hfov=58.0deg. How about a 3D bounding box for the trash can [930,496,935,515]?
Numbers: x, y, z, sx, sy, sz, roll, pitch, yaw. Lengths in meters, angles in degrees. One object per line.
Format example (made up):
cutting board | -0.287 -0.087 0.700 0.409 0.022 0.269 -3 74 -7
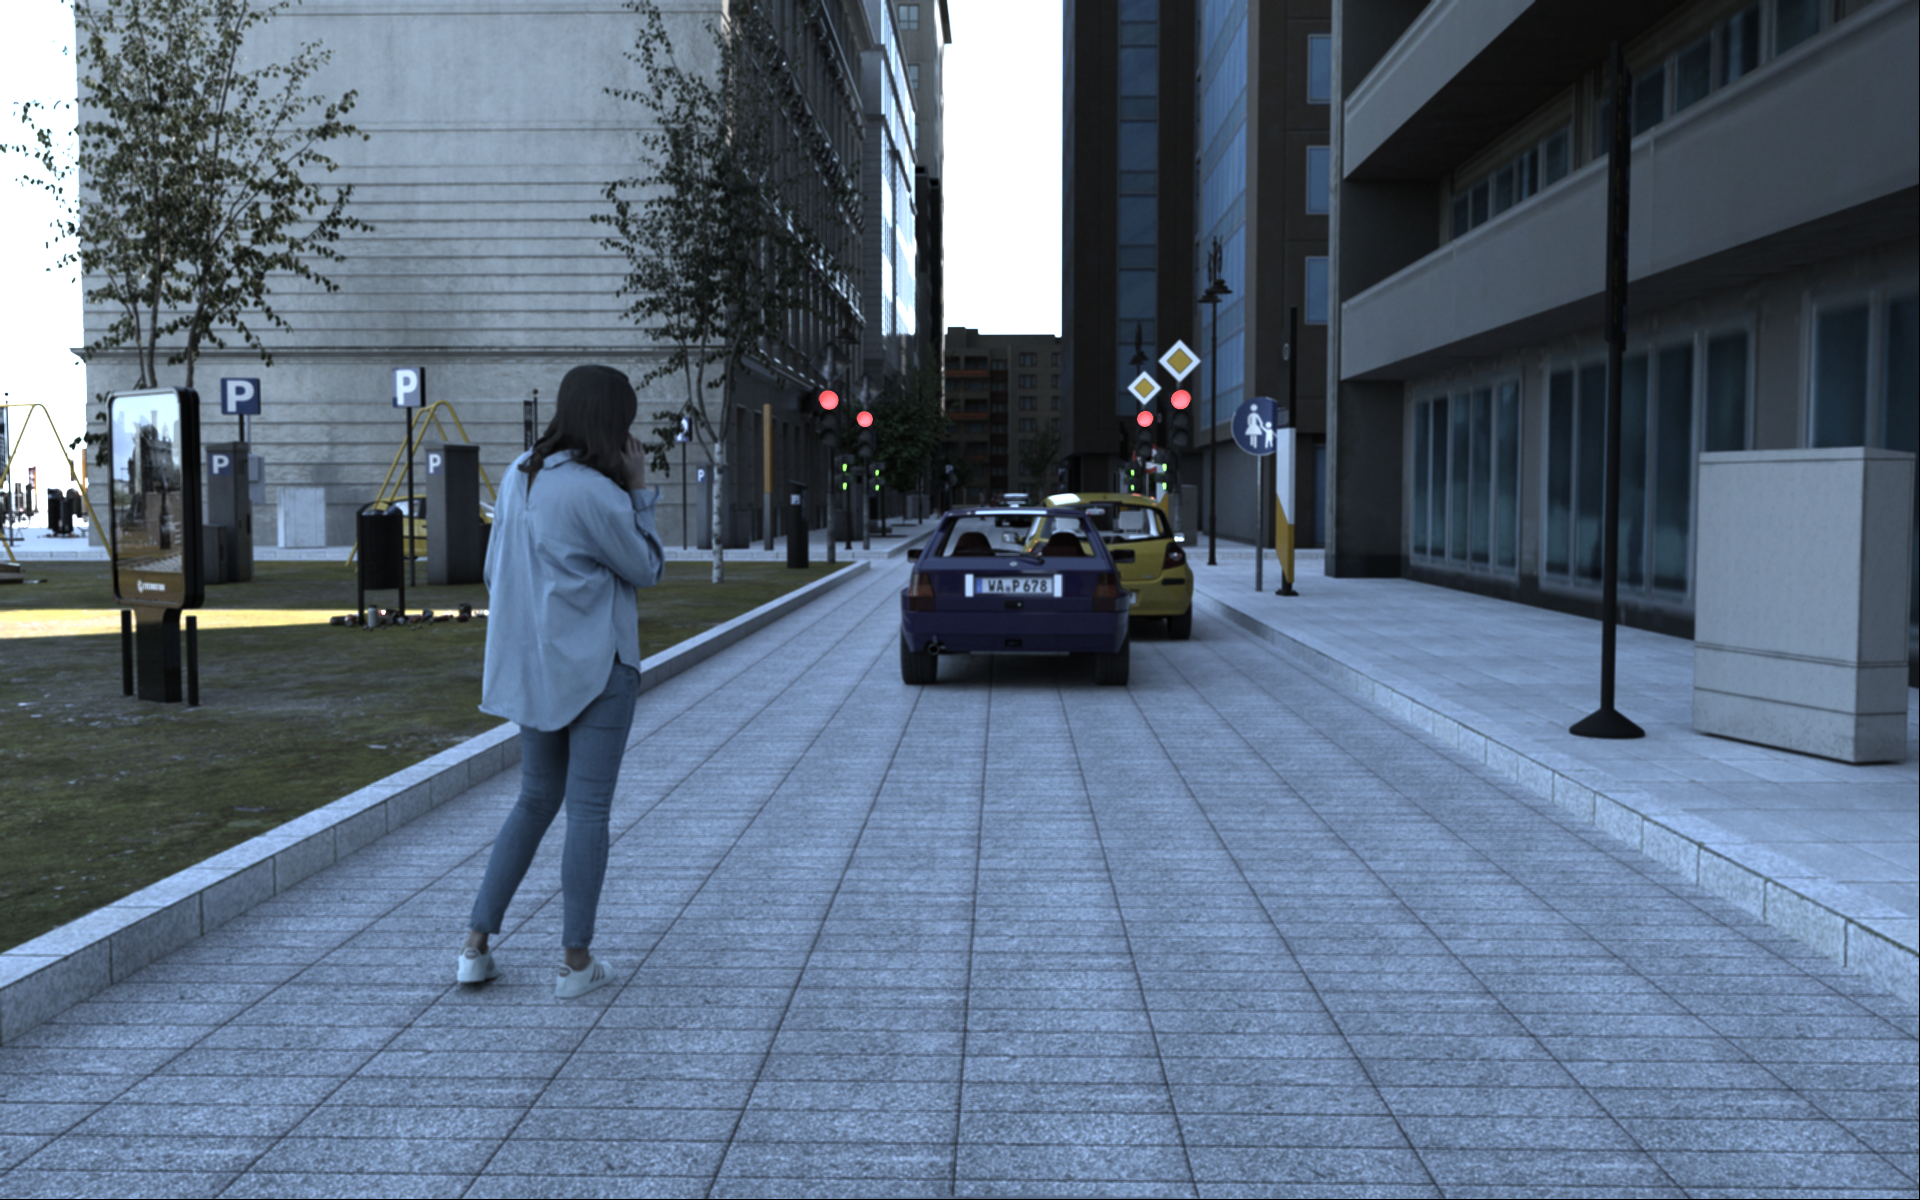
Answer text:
trash can | -1.954 -5.869 107.609 0.748 1.137 0.748 0 3 0

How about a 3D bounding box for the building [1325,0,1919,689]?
building | 16.110 -23.935 15.040 21.300 48.544 21.600 0 4 2

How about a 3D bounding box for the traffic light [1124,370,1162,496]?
traffic light | 4.177 -3.096 39.533 0.839 4.253 0.868 0 4 2

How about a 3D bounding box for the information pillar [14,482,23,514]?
information pillar | -56.806 -6.116 104.484 0.304 2.012 0.304 1 4 9

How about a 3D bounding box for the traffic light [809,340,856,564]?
traffic light | -2.345 -2.617 31.701 0.839 4.253 0.868 0 4 2

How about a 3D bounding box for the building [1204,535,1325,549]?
building | 14.092 -24.183 45.506 14.200 45.320 14.600 0 4 2

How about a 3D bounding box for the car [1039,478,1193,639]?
car | 1.463 -0.508 18.535 2.015 1.641 3.980 0 4 1

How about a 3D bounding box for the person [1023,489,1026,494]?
person | 4.968 -7.723 134.710 0.705 1.831 1.348 0 4 -7

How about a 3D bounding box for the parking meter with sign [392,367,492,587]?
parking meter with sign | -7.194 -1.736 24.645 0.543 3.016 1.738 2 4 29

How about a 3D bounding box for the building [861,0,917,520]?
building | -8.784 -19.708 99.721 11.434 29.767 29.804 0 4 2

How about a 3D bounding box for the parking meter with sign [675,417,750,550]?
parking meter with sign | -5.699 -2.684 40.147 1.738 3.016 0.543 -3 5 -43

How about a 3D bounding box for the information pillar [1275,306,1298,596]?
information pillar | 4.125 -1.868 21.894 0.183 3.616 0.504 -1 4 -9

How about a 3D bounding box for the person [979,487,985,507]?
person | 1.229 -5.321 95.510 0.388 1.821 0.555 0 4 6

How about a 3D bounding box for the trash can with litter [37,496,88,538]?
trash can with litter | -26.573 -2.470 51.437 2.233 1.210 1.678 3 5 44

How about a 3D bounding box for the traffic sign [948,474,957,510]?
traffic sign | -0.547 -6.729 110.128 0.768 2.556 0.104 0 4 3

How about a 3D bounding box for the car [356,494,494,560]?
car | -10.365 -1.565 35.814 3.980 1.641 2.015 0 4 3

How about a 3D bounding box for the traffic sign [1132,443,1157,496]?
traffic sign | 4.660 -2.621 42.964 0.768 2.556 0.104 0 4 7

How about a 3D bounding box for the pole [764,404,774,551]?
pole | -4.343 -2.779 39.279 0.158 3.312 0.155 0 3 0

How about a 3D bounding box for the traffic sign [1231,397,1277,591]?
traffic sign | 3.947 -1.387 22.783 0.768 2.556 0.104 0 4 7

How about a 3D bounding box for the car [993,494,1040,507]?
car | 2.515 -4.006 77.303 2.131 1.459 4.920 0 4 3

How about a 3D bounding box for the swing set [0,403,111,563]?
swing set | -17.133 -2.006 30.415 3.119 2.851 2.862 2 4 27

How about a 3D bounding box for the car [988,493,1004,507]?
car | 3.442 -8.428 146.836 2.155 1.783 4.494 0 3 0

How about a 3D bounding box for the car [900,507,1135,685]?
car | 0.492 -0.108 14.348 1.945 1.354 3.894 0 4 3

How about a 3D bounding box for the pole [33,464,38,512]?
pole | -62.330 -7.520 116.794 0.158 3.312 0.155 0 3 0

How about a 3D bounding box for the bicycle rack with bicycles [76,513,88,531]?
bicycle rack with bicycles | -29.144 -2.868 60.277 2.925 0.926 2.852 -2 4 -27

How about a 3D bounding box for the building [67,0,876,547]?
building | -13.007 -17.523 62.917 17.030 29.872 44.131 0 4 2

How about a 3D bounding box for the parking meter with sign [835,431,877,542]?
parking meter with sign | -2.914 -3.119 47.258 0.543 3.016 1.738 2 4 25

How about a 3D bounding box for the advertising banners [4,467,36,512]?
advertising banners | -59.832 -6.972 110.184 0.090 3.025 2.074 3 5 44

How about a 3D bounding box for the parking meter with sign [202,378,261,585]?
parking meter with sign | -10.716 -1.775 25.282 0.543 3.016 1.738 0 4 -6

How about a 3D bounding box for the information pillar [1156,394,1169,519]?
information pillar | 4.735 -3.007 40.524 0.183 3.616 0.504 -1 4 -21

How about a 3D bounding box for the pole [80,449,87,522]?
pole | -39.584 -5.162 78.234 0.158 3.312 0.155 0 3 0

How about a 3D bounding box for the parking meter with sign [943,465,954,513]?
parking meter with sign | -0.742 -6.551 103.373 0.543 3.016 1.738 0 4 -7

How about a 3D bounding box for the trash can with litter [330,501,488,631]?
trash can with litter | -5.427 -0.387 17.387 1.678 1.210 2.233 2 4 31

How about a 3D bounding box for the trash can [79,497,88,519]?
trash can | -46.179 -4.860 91.115 0.748 1.137 0.748 0 3 0

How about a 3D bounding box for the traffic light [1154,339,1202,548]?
traffic light | 3.965 -2.607 31.550 0.839 4.253 0.868 0 4 2

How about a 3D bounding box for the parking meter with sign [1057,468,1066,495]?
parking meter with sign | 6.183 -6.653 105.039 0.543 3.016 1.738 0 4 2

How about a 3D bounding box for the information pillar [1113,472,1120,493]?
information pillar | 5.222 -3.206 56.909 0.304 2.012 0.304 -1 4 -18

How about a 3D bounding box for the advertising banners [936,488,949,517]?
advertising banners | -1.012 -6.294 99.095 0.090 3.025 2.074 1 4 21

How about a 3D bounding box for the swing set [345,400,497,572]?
swing set | -9.209 -2.001 30.332 2.862 2.851 3.119 -1 4 -22

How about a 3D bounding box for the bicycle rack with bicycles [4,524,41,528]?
bicycle rack with bicycles | -35.923 -3.157 65.007 2.925 0.926 2.852 1 4 20

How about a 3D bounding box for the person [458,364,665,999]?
person | -1.161 0.232 4.967 0.793 1.790 0.793 0 4 5

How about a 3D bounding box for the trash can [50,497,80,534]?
trash can | -28.928 -2.702 55.828 0.748 1.137 0.748 0 3 0

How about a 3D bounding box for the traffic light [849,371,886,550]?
traffic light | -2.133 -3.105 39.684 0.839 4.253 0.868 0 4 2

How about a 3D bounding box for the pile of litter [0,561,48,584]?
pile of litter | -13.927 -0.658 24.718 1.719 0.858 1.176 -2 4 -35

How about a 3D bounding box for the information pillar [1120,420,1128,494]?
information pillar | 5.151 -3.864 54.529 0.183 3.616 0.504 -1 4 -18
